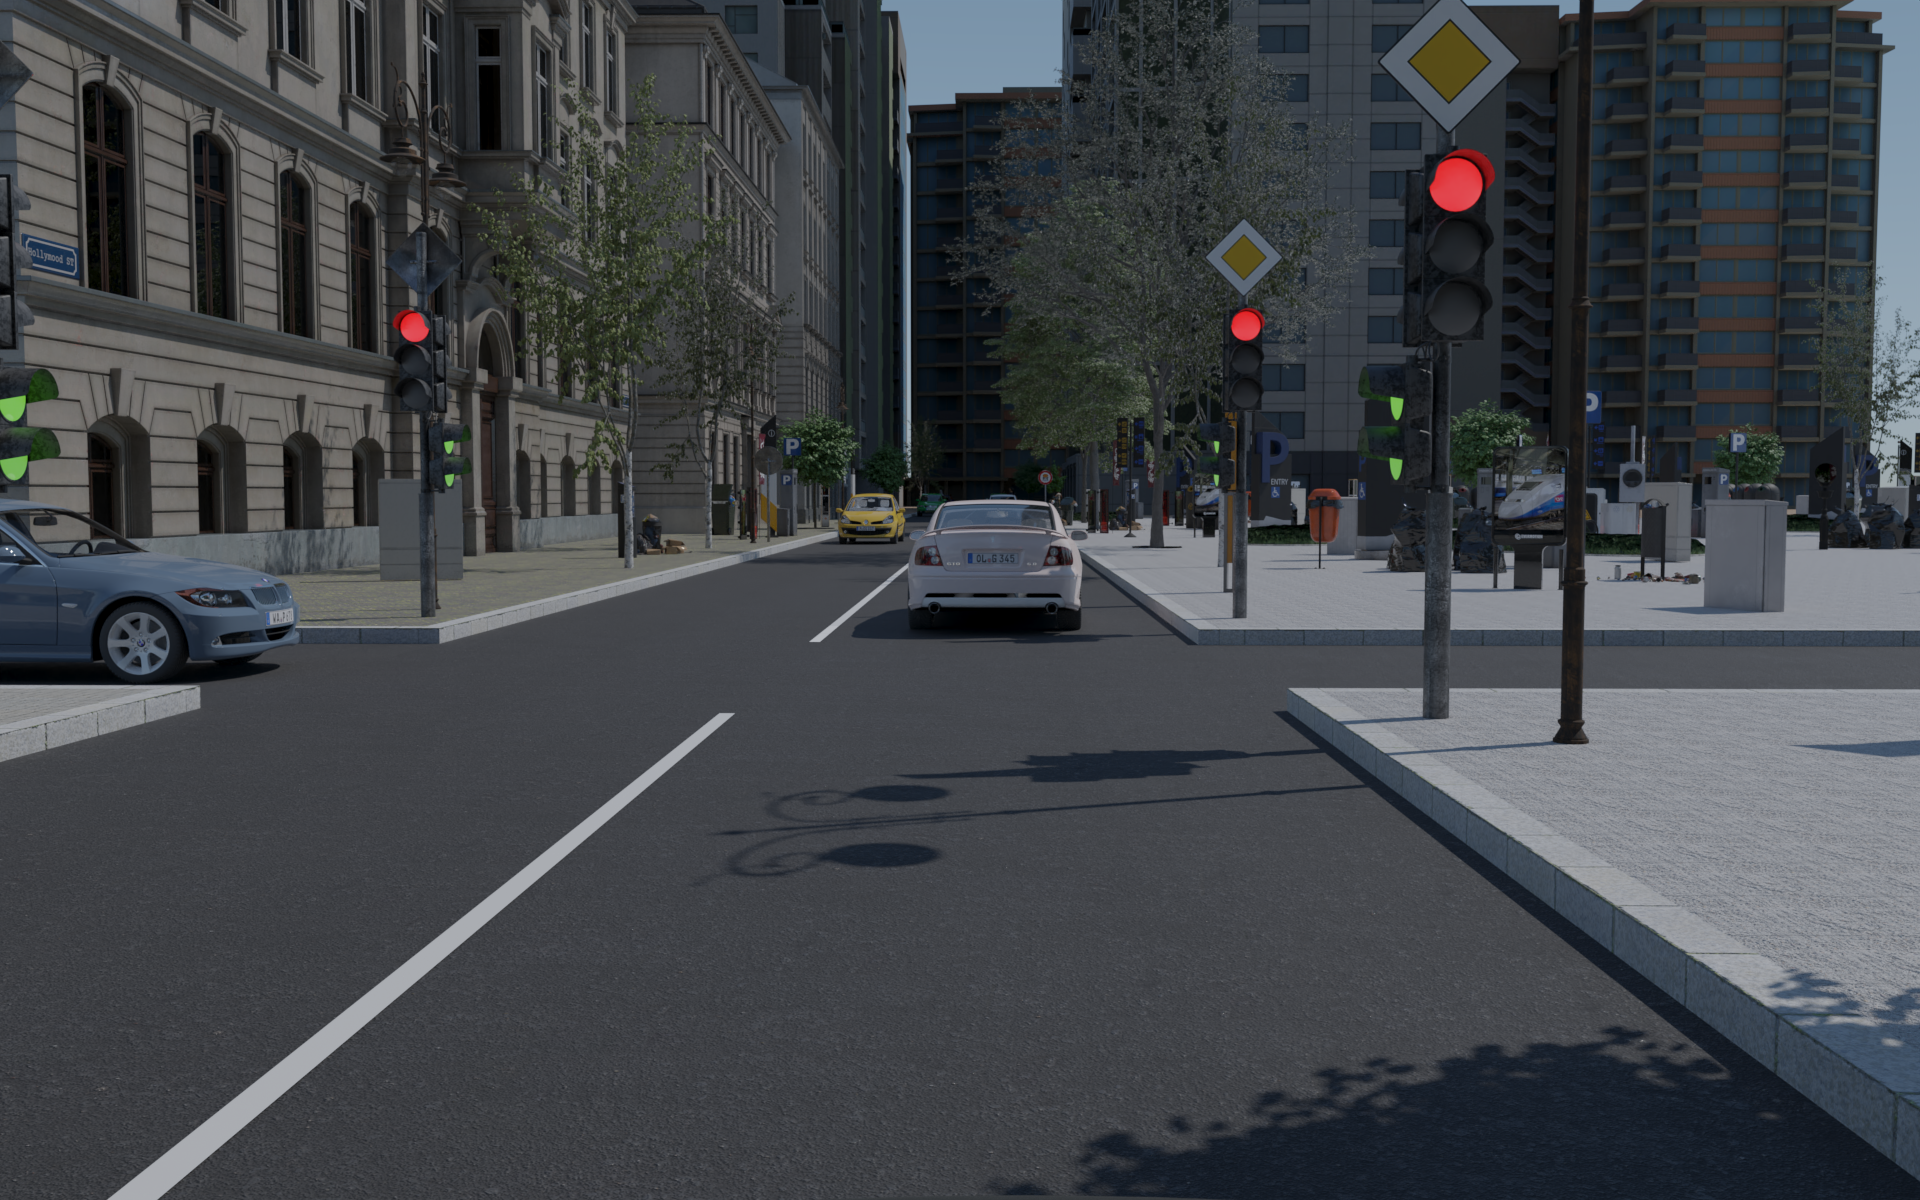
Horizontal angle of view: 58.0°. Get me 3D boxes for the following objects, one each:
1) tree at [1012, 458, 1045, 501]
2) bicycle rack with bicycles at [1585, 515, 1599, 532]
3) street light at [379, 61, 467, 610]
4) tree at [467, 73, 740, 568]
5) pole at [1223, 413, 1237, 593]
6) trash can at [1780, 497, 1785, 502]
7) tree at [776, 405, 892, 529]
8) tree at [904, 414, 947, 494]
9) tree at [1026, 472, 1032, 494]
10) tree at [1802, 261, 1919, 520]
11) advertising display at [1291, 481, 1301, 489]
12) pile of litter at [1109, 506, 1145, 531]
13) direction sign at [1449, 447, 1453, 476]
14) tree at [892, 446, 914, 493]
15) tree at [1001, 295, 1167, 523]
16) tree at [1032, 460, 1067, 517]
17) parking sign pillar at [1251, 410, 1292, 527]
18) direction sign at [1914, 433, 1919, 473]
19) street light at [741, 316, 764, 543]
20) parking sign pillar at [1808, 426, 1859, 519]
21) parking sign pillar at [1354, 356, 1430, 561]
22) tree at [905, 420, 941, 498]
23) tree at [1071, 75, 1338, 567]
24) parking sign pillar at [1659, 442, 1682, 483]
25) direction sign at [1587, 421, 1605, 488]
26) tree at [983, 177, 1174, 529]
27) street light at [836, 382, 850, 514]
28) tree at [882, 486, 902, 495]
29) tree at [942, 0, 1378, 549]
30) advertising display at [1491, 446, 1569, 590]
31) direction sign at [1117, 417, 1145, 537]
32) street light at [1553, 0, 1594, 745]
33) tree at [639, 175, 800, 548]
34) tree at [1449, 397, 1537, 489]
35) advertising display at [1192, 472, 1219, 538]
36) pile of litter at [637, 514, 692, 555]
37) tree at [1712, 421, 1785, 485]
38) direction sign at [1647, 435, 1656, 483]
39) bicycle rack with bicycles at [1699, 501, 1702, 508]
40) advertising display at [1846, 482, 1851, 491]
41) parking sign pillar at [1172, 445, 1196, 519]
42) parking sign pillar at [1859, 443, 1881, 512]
[{"bbox_3d":[6.334,-10.570,156.529,4.285,4.588,4.351,0,3,0],"label":"tree"},{"bbox_3d":[14.976,-1.902,44.482,2.925,0.926,2.852,0,4,-5],"label":"bicycle rack with bicycles"},{"bbox_3d":[-5.878,-2.835,19.133,0.468,5.910,1.993,0,4,1],"label":"street light"},{"bbox_3d":[-5.983,-4.857,29.775,4.737,8.622,4.395,0,3,0],"label":"tree"},{"bbox_3d":[3.526,-1.753,22.508,0.158,3.312,0.155,0,3,0],"label":"pole"},{"bbox_3d":[39.503,-4.413,83.803,0.748,1.137,0.748,0,3,0],"label":"trash can"},{"bbox_3d":[-5.273,-4.908,63.961,4.285,4.588,4.351,0,3,0],"label":"tree"},{"bbox_3d":[-3.127,-12.724,158.399,4.737,8.622,4.395,0,3,0],"label":"tree"},{"bbox_3d":[6.131,-9.526,150.358,1.663,3.219,1.824,0,3,0],"label":"tree"},{"bbox_3d":[28.423,-6.363,54.397,4.360,8.622,3.978,0,3,0],"label":"tree"},{"bbox_3d":[15.995,-4.801,83.707,0.974,1.923,0.123,-1,4,-17],"label":"advertising display"},{"bbox_3d":[5.953,-2.895,61.292,1.719,0.858,1.176,-3,4,-36],"label":"pile of litter"},{"bbox_3d":[20.773,-4.999,73.730,0.379,3.537,0.876,3,5,43],"label":"direction sign"},{"bbox_3d":[-4.232,-7.259,102.392,4.285,4.588,4.351,0,3,0],"label":"tree"},{"bbox_3d":[5.261,-8.665,76.080,8.767,10.594,7.601,3,4,38],"label":"tree"},{"bbox_3d":[5.309,-6.284,97.346,1.663,3.219,1.824,0,3,0],"label":"tree"},{"bbox_3d":[9.815,-4.044,54.590,1.447,3.967,1.447,-2,4,-30],"label":"parking sign pillar"},{"bbox_3d":[35.572,-4.385,63.697,0.876,3.537,0.379,3,4,38],"label":"direction sign"},{"bbox_3d":[-5.392,-4.416,44.983,0.468,5.910,1.993,0,4,1],"label":"street light"},{"bbox_3d":[34.791,-4.951,69.423,1.447,3.967,1.447,-3,4,-39],"label":"parking sign pillar"},{"bbox_3d":[8.494,-2.781,33.940,1.447,3.967,1.447,-1,4,-11],"label":"parking sign pillar"},{"bbox_3d":[-3.863,-13.469,170.578,4.360,8.622,3.978,0,3,0],"label":"tree"},{"bbox_3d":[4.407,-4.890,30.315,4.360,8.622,3.978,0,3,0],"label":"tree"},{"bbox_3d":[37.259,-6.261,90.845,1.447,3.967,1.447,-1,4,-12],"label":"parking sign pillar"},{"bbox_3d":[19.611,-3.793,54.020,0.876,3.537,0.379,1,4,20],"label":"direction sign"},{"bbox_3d":[4.527,-8.842,62.688,7.486,12.596,7.792,0,3,0],"label":"tree"},{"bbox_3d":[-4.857,-6.053,71.755,0.468,5.910,1.993,0,4,1],"label":"street light"},{"bbox_3d":[-4.484,-7.290,113.793,1.663,3.219,1.824,0,3,0],"label":"tree"},{"bbox_3d":[4.730,-7.965,40.593,12.009,13.543,11.850,0,3,0],"label":"tree"},{"bbox_3d":[7.661,-1.106,23.301,0.974,1.923,0.123,2,4,27],"label":"advertising display"},{"bbox_3d":[5.046,-3.625,51.261,0.876,3.537,0.379,2,4,29],"label":"direction sign"},{"bbox_3d":[3.158,-2.201,8.775,0.468,5.910,1.993,0,4,1],"label":"street light"},{"bbox_3d":[-5.910,-5.538,40.906,4.360,8.622,3.978,0,3,0],"label":"tree"},{"bbox_3d":[17.814,-4.594,58.823,4.285,4.588,4.351,0,3,0],"label":"tree"},{"bbox_3d":[7.342,-2.804,51.062,0.974,1.923,0.123,-1,4,-8],"label":"advertising display"},{"bbox_3d":[-6.385,-1.421,37.198,1.176,0.858,1.719,3,5,40],"label":"pile of litter"},{"bbox_3d":[35.639,-5.794,78.453,4.285,4.588,4.351,0,3,0],"label":"tree"},{"bbox_3d":[26.718,-4.587,66.998,0.379,3.537,0.876,0,4,5],"label":"direction sign"},{"bbox_3d":[38.705,-4.546,87.710,2.852,0.926,2.925,2,4,33],"label":"bicycle rack with bicycles"},{"bbox_3d":[45.776,-5.192,90.110,0.974,1.923,0.123,1,4,14],"label":"advertising display"},{"bbox_3d":[11.879,-6.268,90.949,1.447,3.967,1.447,-2,4,-25],"label":"parking sign pillar"},{"bbox_3d":[45.096,-5.976,86.178,1.447,3.967,1.447,-1,4,-14],"label":"parking sign pillar"}]
